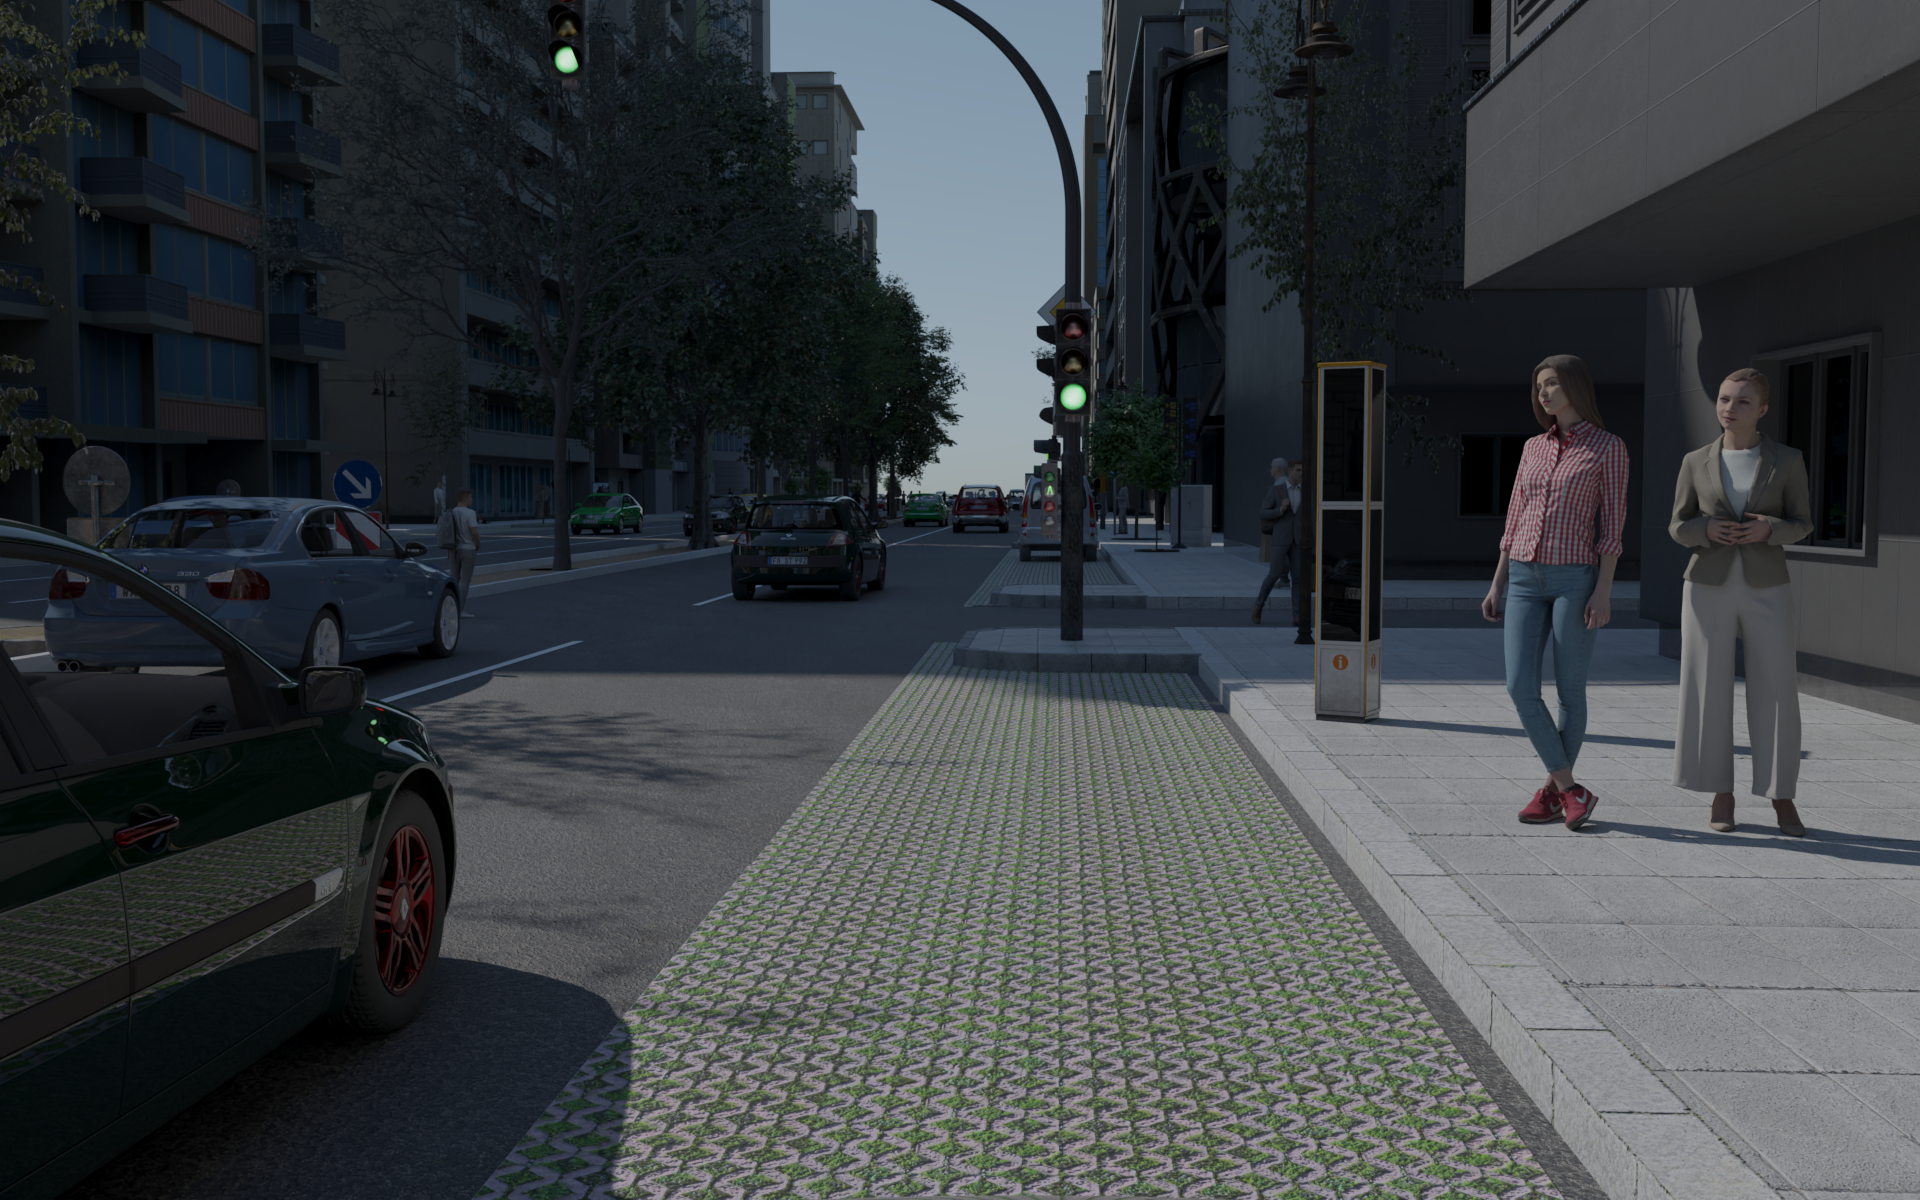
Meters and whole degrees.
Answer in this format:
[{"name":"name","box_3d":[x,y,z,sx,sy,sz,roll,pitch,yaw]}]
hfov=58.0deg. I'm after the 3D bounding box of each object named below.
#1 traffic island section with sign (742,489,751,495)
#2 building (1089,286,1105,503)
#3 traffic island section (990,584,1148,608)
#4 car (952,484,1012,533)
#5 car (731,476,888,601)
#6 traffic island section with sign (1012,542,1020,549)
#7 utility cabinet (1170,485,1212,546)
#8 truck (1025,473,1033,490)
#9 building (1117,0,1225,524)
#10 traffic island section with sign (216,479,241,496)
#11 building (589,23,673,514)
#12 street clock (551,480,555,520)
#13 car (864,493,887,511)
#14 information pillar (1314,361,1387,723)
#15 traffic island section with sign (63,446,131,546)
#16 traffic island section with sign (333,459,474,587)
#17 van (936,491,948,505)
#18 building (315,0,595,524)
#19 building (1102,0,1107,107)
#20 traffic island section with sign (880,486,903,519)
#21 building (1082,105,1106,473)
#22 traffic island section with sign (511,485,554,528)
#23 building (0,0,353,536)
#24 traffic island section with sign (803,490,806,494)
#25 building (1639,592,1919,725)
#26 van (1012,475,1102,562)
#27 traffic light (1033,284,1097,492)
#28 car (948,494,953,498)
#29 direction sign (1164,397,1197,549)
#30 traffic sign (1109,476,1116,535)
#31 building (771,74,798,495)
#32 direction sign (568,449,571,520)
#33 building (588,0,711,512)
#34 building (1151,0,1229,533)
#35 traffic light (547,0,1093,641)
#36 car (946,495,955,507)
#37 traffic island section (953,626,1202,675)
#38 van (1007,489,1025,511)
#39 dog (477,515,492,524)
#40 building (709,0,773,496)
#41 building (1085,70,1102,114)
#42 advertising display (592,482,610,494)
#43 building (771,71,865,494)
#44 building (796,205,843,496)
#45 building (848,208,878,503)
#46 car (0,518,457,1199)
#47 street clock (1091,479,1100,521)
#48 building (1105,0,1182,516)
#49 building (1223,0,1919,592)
[{"name":"traffic island section with sign","box_3d":[-15.233,-7.011,123.254,1.989,1.847,2.006,0,4,3]},{"name":"building","box_3d":[25.936,-19.141,158.002,27.650,21.520,28.899,0,4,3]},{"name":"traffic island section","box_3d":[1.443,-0.057,23.217,2.009,0.180,2.903,0,4,3]},{"name":"car","box_3d":[0.810,-3.473,65.458,2.281,1.827,5.304,0,4,3]},{"name":"car","box_3d":[-2.088,-0.912,24.697,2.009,1.686,4.222,0,4,5]},{"name":"traffic island section with sign","box_3d":[2.360,-2.249,45.404,1.989,1.847,2.006,0,4,3]},{"name":"utility cabinet","box_3d":[5.627,-2.054,42.259,0.318,1.500,1.173,-2,4,-34]},{"name":"truck","box_3d":[10.299,-15.149,236.596,2.839,4.237,11.283,0,4,4]},{"name":"building","box_3d":[15.099,-16.122,82.654,14.314,24.678,30.058,0,4,3]},{"name":"traffic island section with sign","box_3d":[-19.572,-2.272,45.771,1.989,1.847,2.006,0,4,3]},{"name":"building","box_3d":[-26.447,-20.537,107.475,14.160,30.474,14.107,0,4,3]},{"name":"street clock","box_3d":[-20.001,-4.973,85.885,0.471,2.002,0.358,-2,4,-35]},{"name":"car","box_3d":[-7.025,-8.370,145.881,2.155,1.783,4.494,0,4,2]},{"name":"information pillar","box_3d":[2.210,-0.325,9.812,0.304,2.012,0.304,2,4,30]},{"name":"traffic island section with sign","box_3d":[-8.298,-0.481,16.002,2.006,1.907,1.989,0,4,3]},{"name":"traffic island section with sign","box_3d":[-7.874,-0.933,23.397,2.006,1.907,1.989,0,4,3]},{"name":"van","box_3d":[-2.485,-13.375,225.691,2.013,2.044,4.112,0,4,5]},{"name":"building","box_3d":[-31.127,-28.099,83.120,21.300,48.544,21.600,0,4,3]},{"name":"building","box_3d":[25.909,-47.595,216.424,20.563,71.187,20.611,0,4,3]},{"name":"traffic island section with sign","box_3d":[-3.686,-5.522,98.419,2.006,1.907,1.989,0,4,3]},{"name":"building","box_3d":[21.134,-33.631,199.982,14.600,45.320,14.200,0,4,3]},{"name":"traffic island section with sign","box_3d":[-17.977,-4.013,74.243,1.989,1.847,2.006,0,4,3]},{"name":"building","box_3d":[-31.722,-24.185,50.045,22.147,44.769,28.867,0,4,3]},{"name":"traffic island section with sign","box_3d":[-13.700,-8.691,150.720,1.989,1.847,2.006,0,4,3]},{"name":"building","box_3d":[10.212,-12.678,0.800,14.314,27.812,24.014,0,4,3]},{"name":"van","box_3d":[2.132,-1.891,37.928,2.013,2.044,4.112,0,4,2]},{"name":"traffic light","box_3d":[1.404,-2.091,23.106,0.839,4.253,0.868,0,4,3]},{"name":"car","box_3d":[-1.588,-14.520,246.192,1.959,1.807,4.718,0,4,4]},{"name":"direction sign","box_3d":[5.159,-2.976,40.656,0.876,3.537,0.379,-2,4,-24]},{"name":"traffic sign","box_3d":[4.849,-3.308,54.188,0.768,2.556,0.104,0,4,5]},{"name":"building","box_3d":[-23.453,-29.382,163.991,14.154,41.232,14.086,0,4,3]},{"name":"direction sign","box_3d":[-19.089,-5.668,84.668,0.379,3.537,0.876,-1,4,-13]},{"name":"building","box_3d":[-25.714,-26.804,121.832,14.154,41.232,14.086,0,4,3]},{"name":"building","box_3d":[14.967,-11.741,59.414,16.820,18.784,16.811,0,4,3]},{"name":"traffic light","box_3d":[-1.136,-2.473,15.108,4.771,5.953,1.251,0,4,3]},{"name":"car","box_3d":[-0.565,-11.186,195.476,1.945,1.354,3.894,0,4,3]},{"name":"traffic island section","box_3d":[0.997,0.430,15.245,2.009,0.180,2.903,0,4,3]},{"name":"van","box_3d":[4.828,-8.518,146.285,2.013,2.044,4.112,0,4,2]},{"name":"dog","box_3d":[-20.160,-3.409,73.466,0.748,0.427,0.550,0,4,-3]},{"name":"building","box_3d":[-28.244,-36.733,142.588,21.231,58.520,28.212,0,4,3]},{"name":"building","box_3d":[27.983,-42.800,241.776,21.231,58.520,28.212,0,4,3]},{"name":"advertising display","box_3d":[-19.265,-5.369,93.000,0.974,1.923,0.123,0,4,6]},{"name":"building","box_3d":[-27.657,-38.677,221.607,28.713,52.752,27.495,0,4,3]},{"name":"building","box_3d":[-29.870,-30.856,196.377,32.217,40.220,23.993,0,4,3]},{"name":"building","box_3d":[-19.228,-34.170,242.272,14.154,41.232,14.086,0,4,3]},{"name":"car","box_3d":[-2.372,0.388,3.438,2.009,1.686,4.222,0,4,2]},{"name":"street clock","box_3d":[6.422,-4.729,81.883,0.471,2.002,0.358,-2,4,-35]},{"name":"building","box_3d":[20.305,-29.787,110.726,21.300,48.544,21.600,0,4,3]},{"name":"building","box_3d":[17.284,-14.446,29.697,24.014,27.812,14.314,0,4,3]}]
